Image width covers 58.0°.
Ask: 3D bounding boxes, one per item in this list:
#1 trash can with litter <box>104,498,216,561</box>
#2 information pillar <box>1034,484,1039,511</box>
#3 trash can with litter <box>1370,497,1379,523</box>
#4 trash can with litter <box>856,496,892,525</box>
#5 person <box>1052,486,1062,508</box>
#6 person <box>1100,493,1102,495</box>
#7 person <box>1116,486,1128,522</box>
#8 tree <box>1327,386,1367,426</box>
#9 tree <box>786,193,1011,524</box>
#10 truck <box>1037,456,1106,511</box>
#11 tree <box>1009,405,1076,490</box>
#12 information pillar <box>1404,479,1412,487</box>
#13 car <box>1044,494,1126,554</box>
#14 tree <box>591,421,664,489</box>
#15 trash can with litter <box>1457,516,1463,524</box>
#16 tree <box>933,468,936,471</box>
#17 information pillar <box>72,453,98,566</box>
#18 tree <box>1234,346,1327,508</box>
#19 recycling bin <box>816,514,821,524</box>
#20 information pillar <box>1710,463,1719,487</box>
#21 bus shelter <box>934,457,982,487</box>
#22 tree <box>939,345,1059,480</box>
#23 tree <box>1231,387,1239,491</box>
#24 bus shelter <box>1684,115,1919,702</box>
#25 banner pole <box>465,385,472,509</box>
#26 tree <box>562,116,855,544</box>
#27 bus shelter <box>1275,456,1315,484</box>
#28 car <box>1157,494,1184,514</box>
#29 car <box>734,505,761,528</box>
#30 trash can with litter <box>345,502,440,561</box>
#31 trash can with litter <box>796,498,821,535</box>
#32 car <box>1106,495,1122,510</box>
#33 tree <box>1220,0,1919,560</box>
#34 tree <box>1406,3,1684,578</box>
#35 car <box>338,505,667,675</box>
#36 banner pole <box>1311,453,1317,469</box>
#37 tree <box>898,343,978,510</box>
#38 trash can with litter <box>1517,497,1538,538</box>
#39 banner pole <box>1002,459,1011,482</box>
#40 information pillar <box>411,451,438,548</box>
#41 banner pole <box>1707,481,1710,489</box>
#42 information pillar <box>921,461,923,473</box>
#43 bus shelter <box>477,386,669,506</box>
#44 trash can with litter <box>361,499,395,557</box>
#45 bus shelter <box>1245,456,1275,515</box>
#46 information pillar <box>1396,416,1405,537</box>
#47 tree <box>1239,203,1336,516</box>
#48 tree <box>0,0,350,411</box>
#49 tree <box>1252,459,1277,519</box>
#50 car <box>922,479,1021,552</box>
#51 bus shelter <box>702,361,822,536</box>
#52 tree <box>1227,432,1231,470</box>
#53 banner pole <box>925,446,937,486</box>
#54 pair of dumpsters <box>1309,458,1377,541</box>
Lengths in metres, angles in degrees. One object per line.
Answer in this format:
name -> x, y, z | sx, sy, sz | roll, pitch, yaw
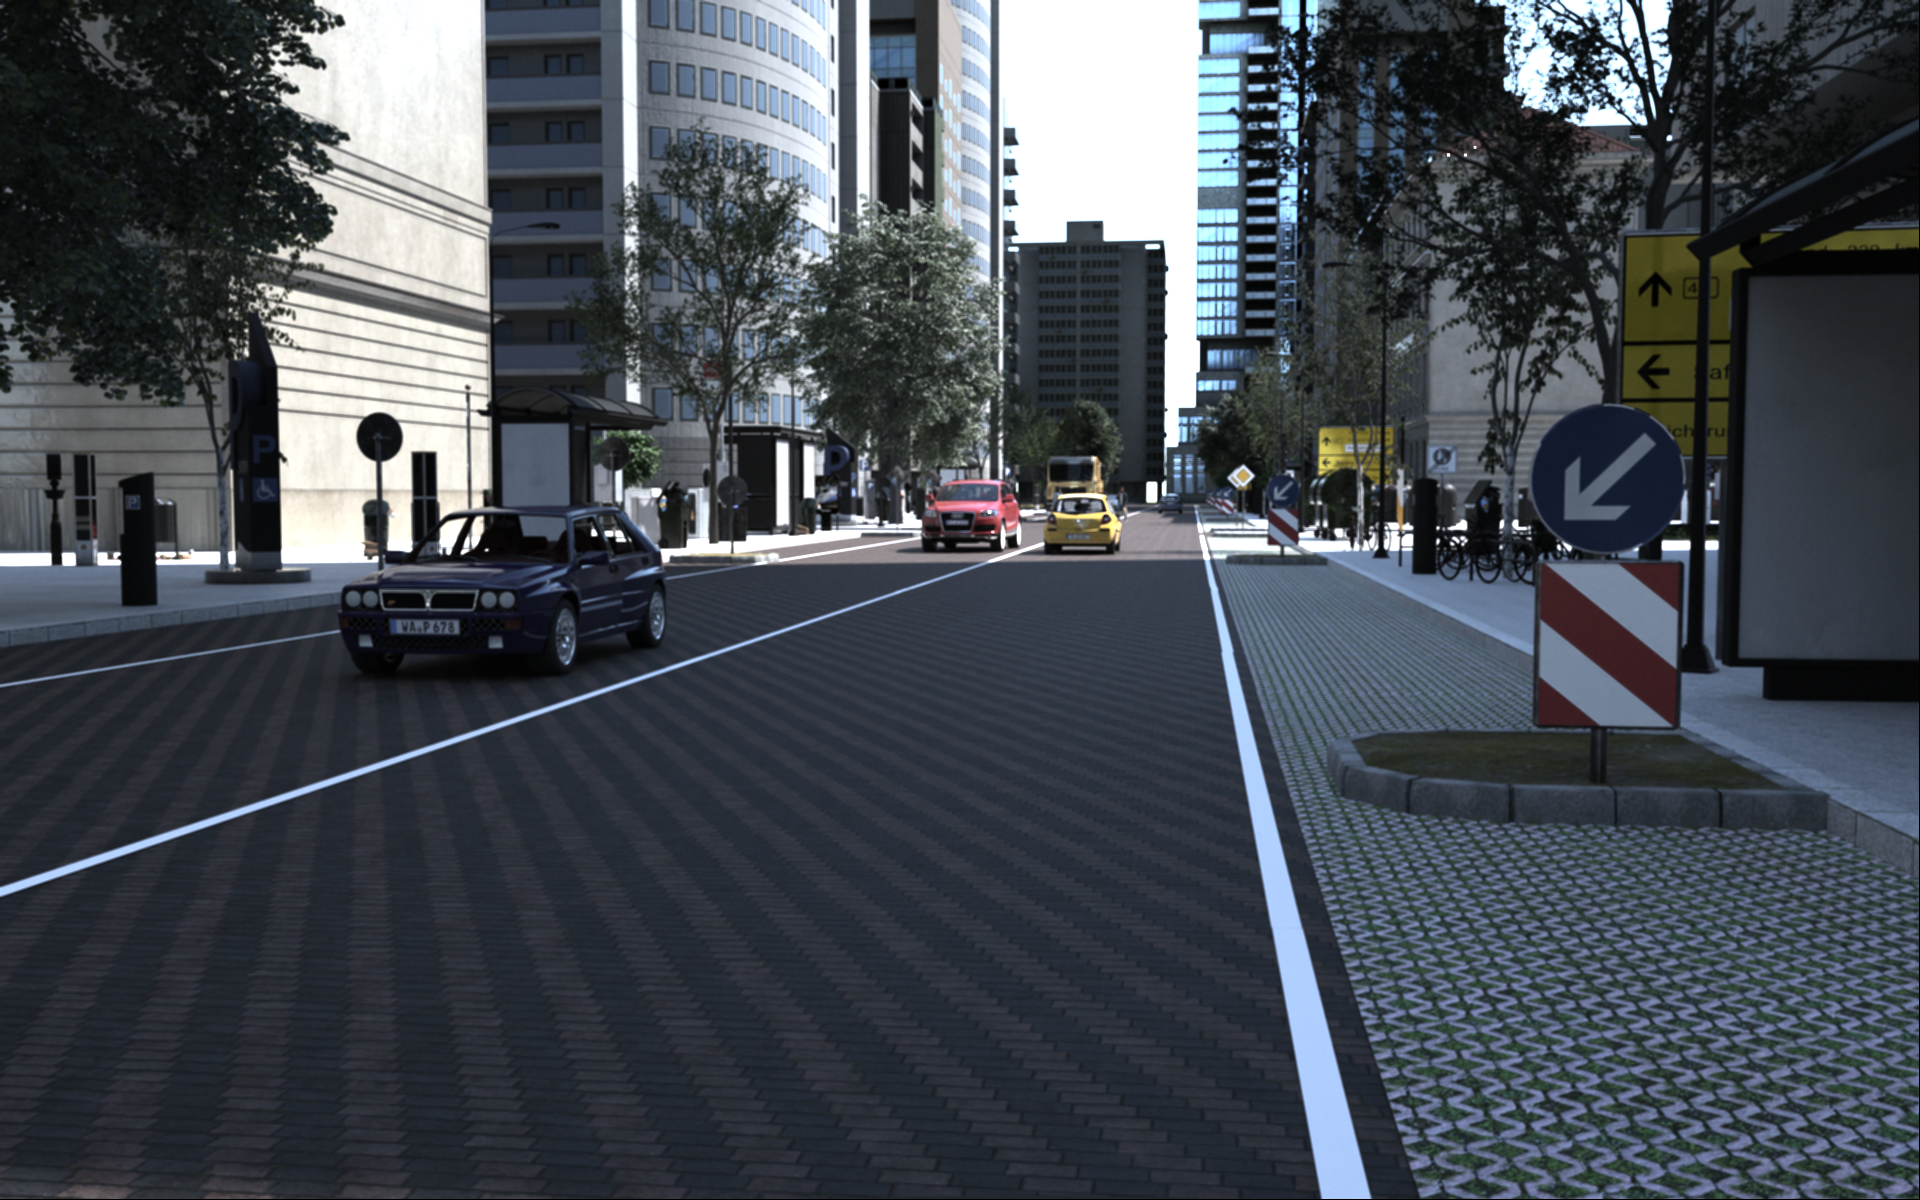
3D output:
trash can with litter -> -15.929, -1.395, 33.865 | 2.233, 1.210, 1.678 | 0, 4, -2
information pillar -> 5.804, -7.754, 131.267 | 0.304, 2.012, 0.304 | 3, 5, 40
trash can with litter -> 16.174, -3.529, 69.079 | 1.055, 1.170, 0.624 | -1, 4, -18
trash can with litter -> -3.970, -3.759, 72.516 | 2.233, 1.210, 1.678 | 1, 4, 13
person -> 4.194, -4.077, 75.422 | 0.793, 1.790, 0.793 | 3, 5, 41
person -> 17.847, -13.015, 221.819 | 0.617, 1.759, 0.750 | 3, 4, 37
person -> 8.377, -4.937, 89.199 | 0.794, 1.824, 0.713 | 3, 5, 45
tree -> 24.370, -9.948, 113.013 | 4.737, 8.622, 4.395 | 0, 3, 0
tree -> -2.675, -10.278, 74.703 | 9.857, 13.997, 8.962 | 0, 3, 0
truck -> 6.085, -5.839, 91.393 | 3.469, 3.379, 9.791 | 0, 4, 7
tree -> 5.995, -11.683, 141.386 | 4.737, 8.622, 4.395 | 0, 3, 0
information pillar -> 22.376, -5.026, 86.659 | 0.304, 2.012, 0.304 | -3, 4, -38
car -> 3.047, -1.981, 42.614 | 2.015, 1.641, 3.980 | 0, 4, 8
tree -> -14.518, -5.584, 75.012 | 4.285, 4.588, 4.351 | 0, 3, 0
trash can with litter -> 21.284, -3.911, 75.335 | 1.055, 1.170, 0.624 | 0, 4, -6
tree -> -1.595, -7.291, 113.816 | 1.663, 3.219, 1.824 | 0, 3, 0
information pillar -> -15.588, -1.613, 30.865 | 0.304, 2.012, 0.304 | -1, 4, -9
tree -> 15.458, -8.275, 85.654 | 4.737, 8.622, 4.395 | 0, 3, 0
recycling bin -> -5.834, -3.842, 75.368 | 0.722, 1.027, 0.722 | 2, 4, 29
information pillar -> 55.724, -8.377, 128.310 | 0.504, 3.616, 0.183 | 0, 4, 7
bus shelter -> -0.138, -6.209, 95.442 | 2.014, 3.302, 5.546 | 0, 4, 8
tree -> 1.432, -10.463, 105.490 | 8.767, 10.594, 7.601 | 0, 4, 2
tree -> 15.169, -7.989, 80.990 | 4.360, 8.622, 3.978 | 0, 3, 0
bus shelter -> 5.244, -0.872, 8.186 | 2.014, 3.302, 5.546 | 0, 4, 7
banner pole -> -11.192, -3.023, 39.444 | 0.401, 3.779, 0.863 | -1, 4, -12
tree -> -6.479, -6.691, 43.806 | 8.767, 10.594, 7.601 | 2, 4, 23
bus shelter -> 18.403, -6.221, 95.630 | 2.014, 3.302, 5.546 | 0, 4, 8
car -> 15.605, -7.121, 128.424 | 2.014, 1.417, 4.499 | 0, 4, 7
car -> -9.248, -3.429, 65.655 | 3.694, 1.707, 1.945 | 0, 4, 7
trash can with litter -> -10.848, -1.392, 33.814 | 2.233, 1.210, 1.678 | -2, 4, -24
trash can with litter -> -4.782, -2.628, 54.353 | 0.624, 1.170, 1.055 | 1, 4, 10
car -> 13.942, -8.956, 158.800 | 2.083, 1.381, 4.827 | 0, 4, 7
tree -> 7.077, -5.161, 18.793 | 8.767, 10.594, 7.601 | 0, 4, -6
tree -> 8.611, -4.646, 26.324 | 4.360, 8.622, 3.978 | 0, 3, 0
car -> -3.823, -0.149, 15.013 | 1.945, 1.354, 3.894 | 0, 4, 7
banner pole -> 21.815, -7.120, 106.426 | 0.863, 3.779, 0.401 | 3, 5, 40
tree -> -1.379, -8.100, 82.801 | 4.737, 8.622, 4.395 | 0, 3, 0
trash can with litter -> 17.261, -2.436, 50.893 | 2.233, 1.210, 1.678 | -2, 4, -25
banner pole -> 3.387, -8.218, 124.384 | 0.863, 3.779, 0.401 | -3, 4, -36
information pillar -> -9.254, -1.558, 29.963 | 0.304, 2.012, 0.304 | 2, 4, 28
banner pole -> 53.494, -8.195, 124.006 | 0.863, 3.779, 0.401 | -2, 4, -28
information pillar -> -2.019, -6.585, 99.021 | 0.504, 3.616, 0.183 | 3, 5, 42
bus shelter -> -7.742, -2.533, 35.333 | 2.014, 3.302, 5.546 | 0, 4, 8
trash can with litter -> -12.092, -1.503, 35.960 | 0.624, 1.170, 1.055 | -1, 4, -13
bus shelter -> 19.191, -7.302, 110.673 | 1.731, 3.624, 6.357 | 0, 4, 7
information pillar -> 13.308, -3.728, 52.305 | 0.183, 3.616, 0.504 | 0, 4, 1
tree -> 9.959, -5.686, 43.322 | 4.360, 8.622, 3.978 | 0, 3, 0
tree -> -10.492, -6.778, 17.470 | 9.857, 13.997, 8.962 | 0, 3, 0
tree -> 16.299, -5.875, 90.659 | 1.663, 3.219, 1.824 | 0, 3, 0
car -> 0.348, -2.200, 44.648 | 2.281, 1.827, 5.304 | 1, 4, 9
bus shelter -> -6.338, -4.714, 54.714 | 2.179, 5.291, 8.768 | 0, 4, 8
tree -> 18.076, -9.242, 101.462 | 4.360, 8.622, 3.978 | 0, 3, 0
banner pole -> -1.444, -6.086, 89.530 | 0.863, 3.779, 0.401 | -1, 4, -10
pair of dumpsters -> 10.861, -2.860, 49.247 | 1.574, 2.255, 4.437 | 0, 4, 8
